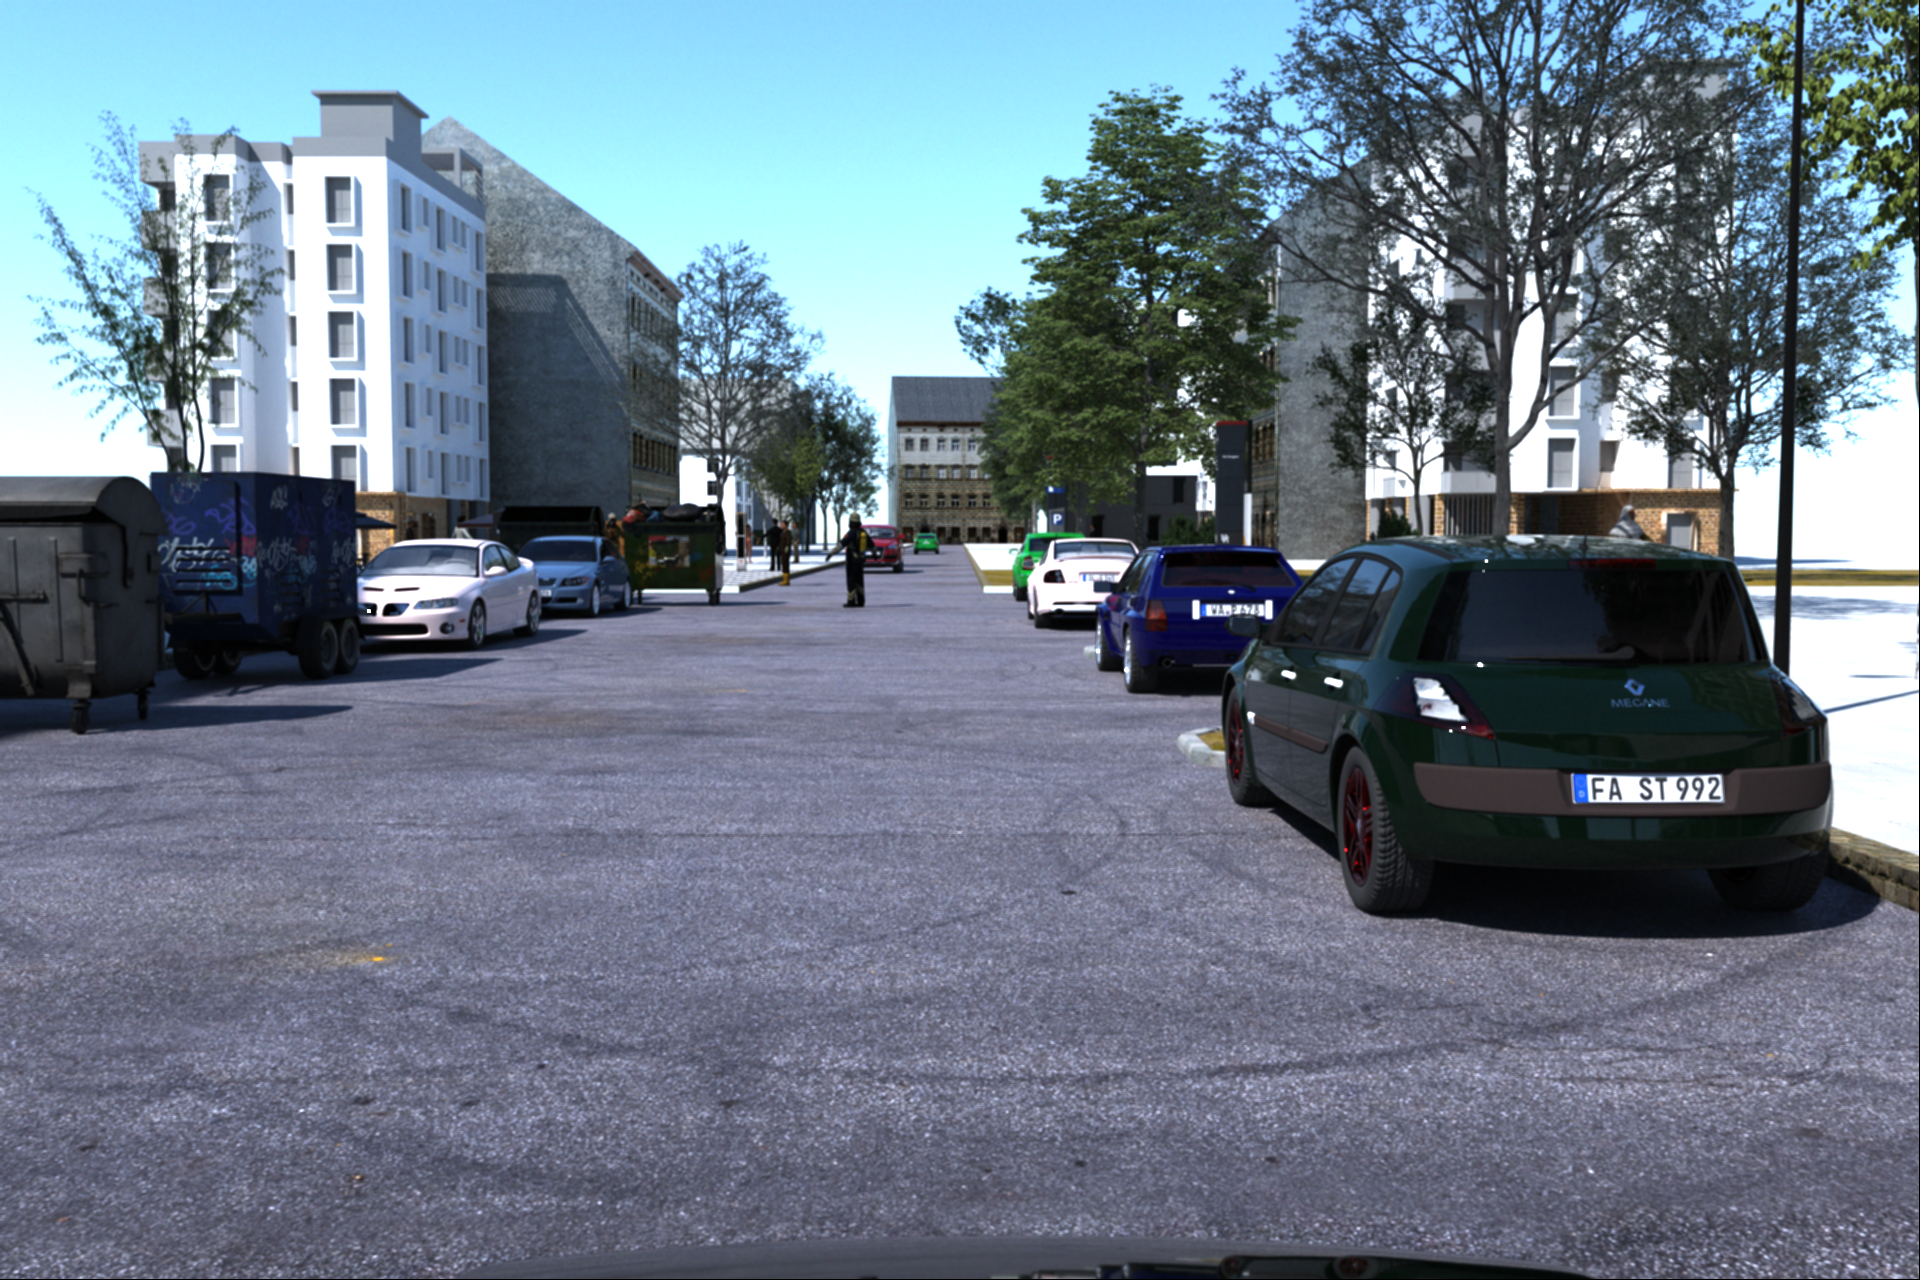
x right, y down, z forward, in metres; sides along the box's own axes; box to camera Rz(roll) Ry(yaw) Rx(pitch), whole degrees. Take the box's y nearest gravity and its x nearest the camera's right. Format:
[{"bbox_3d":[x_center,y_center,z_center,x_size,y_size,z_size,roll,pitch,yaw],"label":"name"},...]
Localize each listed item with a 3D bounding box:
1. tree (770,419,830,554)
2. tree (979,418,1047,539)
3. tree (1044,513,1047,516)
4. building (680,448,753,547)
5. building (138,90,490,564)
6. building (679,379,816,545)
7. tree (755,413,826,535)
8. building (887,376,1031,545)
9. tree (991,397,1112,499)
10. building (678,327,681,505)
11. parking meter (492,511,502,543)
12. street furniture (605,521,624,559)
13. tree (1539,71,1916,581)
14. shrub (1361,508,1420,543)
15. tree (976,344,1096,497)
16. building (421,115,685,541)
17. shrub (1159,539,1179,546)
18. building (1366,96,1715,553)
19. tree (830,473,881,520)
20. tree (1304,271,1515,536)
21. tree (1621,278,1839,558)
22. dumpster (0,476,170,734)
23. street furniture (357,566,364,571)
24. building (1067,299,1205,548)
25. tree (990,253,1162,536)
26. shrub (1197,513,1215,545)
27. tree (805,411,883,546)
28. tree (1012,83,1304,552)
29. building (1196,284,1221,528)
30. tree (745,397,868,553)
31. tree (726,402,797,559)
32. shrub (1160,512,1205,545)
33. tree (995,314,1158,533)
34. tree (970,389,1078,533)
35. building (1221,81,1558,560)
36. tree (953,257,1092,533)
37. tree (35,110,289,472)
[{"bbox_3d":[-10.248,-9.778,110.239,4.737,8.622,4.395,0,3,0],"label":"tree"},{"bbox_3d":[5.495,-13.709,142.263,7.486,12.596,7.792,0,3,0],"label":"tree"},{"bbox_3d":[13.362,-17.626,238.548,4.737,8.622,4.395,0,3,0],"label":"tree"},{"bbox_3d":[-26.327,-14.742,183.177,9.099,9.664,28.070,0,4,1],"label":"building"},{"bbox_3d":[-29.024,-13.385,75.271,16.016,20.090,11.380,0,4,0],"label":"building"},{"bbox_3d":[-27.455,-21.182,212.785,16.747,18.905,31.486,0,4,0],"label":"building"},{"bbox_3d":[-10.241,-9.240,101.430,4.737,8.622,4.395,0,3,0],"label":"tree"},{"bbox_3d":[-0.427,-24.860,239.844,18.063,23.208,19.493,0,4,-6],"label":"building"},{"bbox_3d":[5.525,-9.766,94.089,8.767,10.594,7.601,2,4,34],"label":"tree"},{"bbox_3d":[-30.130,-17.644,119.406,19.493,23.208,18.063,0,4,-1],"label":"building"},{"bbox_3d":[-10.824,-2.152,40.890,0.399,1.863,0.255,0,3,0],"label":"parking meter"},{"bbox_3d":[-14.272,-3.260,60.151,9.812,1.723,11.010,0,4,7],"label":"street furniture"},{"bbox_3d":[20.972,-8.361,47.079,12.009,13.543,11.850,0,3,0],"label":"tree"},{"bbox_3d":[12.131,-2.706,48.657,1.690,2.028,1.600,0,3,0],"label":"shrub"},{"bbox_3d":[5.722,-11.920,105.267,12.009,13.543,11.850,0,3,0],"label":"tree"},{"bbox_3d":[-26.932,-16.487,100.484,19.493,23.208,18.063,0,4,-1],"label":"building"},{"bbox_3d":[5.267,-2.002,43.842,1.383,1.207,1.383,0,3,0],"label":"shrub"},{"bbox_3d":[24.537,-13.746,81.175,16.016,20.090,11.380,0,3,0],"label":"building"},{"bbox_3d":[-14.362,-18.602,238.554,7.601,10.594,8.767,0,4,-2],"label":"tree"},{"bbox_3d":[16.148,-7.774,61.523,7.601,10.594,8.767,2,4,31],"label":"tree"},{"bbox_3d":[26.333,-7.619,58.990,7.601,10.594,8.767,-1,4,-18],"label":"tree"},{"bbox_3d":[-7.018,-0.283,12.841,1.865,1.857,1.264,0,3,0],"label":"dumpster"},{"bbox_3d":[-16.937,-1.652,42.639,5.734,0.657,10.072,-1,4,-15],"label":"street furniture"},{"bbox_3d":[22.315,-19.760,167.058,27.936,21.610,32.646,0,4,0],"label":"building"},{"bbox_3d":[4.695,-9.314,70.405,7.486,12.596,7.792,0,3,0],"label":"tree"},{"bbox_3d":[9.064,-3.506,61.746,1.690,2.028,1.600,0,3,0],"label":"shrub"},{"bbox_3d":[-10.180,-13.369,144.334,9.928,11.665,9.643,0,3,0],"label":"tree"},{"bbox_3d":[5.030,-7.720,44.355,7.486,12.596,7.792,0,3,0],"label":"tree"},{"bbox_3d":[22.538,-16.513,126.404,16.016,20.090,11.380,0,4,0],"label":"building"},{"bbox_3d":[-10.393,-11.160,116.885,8.767,10.594,7.601,0,4,-2],"label":"tree"},{"bbox_3d":[-10.174,-8.597,90.922,4.360,8.622,3.978,0,3,0],"label":"tree"},{"bbox_3d":[7.131,-3.150,55.927,1.690,2.028,1.600,0,3,0],"label":"shrub"},{"bbox_3d":[5.537,-9.550,81.891,9.928,11.665,9.643,0,3,0],"label":"tree"},{"bbox_3d":[5.505,-13.716,130.918,9.857,13.997,8.962,0,3,0],"label":"tree"},{"bbox_3d":[24.808,-16.069,93.656,19.493,23.208,18.063,0,4,0],"label":"building"},{"bbox_3d":[6.404,-16.012,117.691,12.611,20.169,13.585,0,3,0],"label":"tree"},{"bbox_3d":[-13.246,-4.882,30.184,4.360,8.622,3.978,0,3,0],"label":"tree"}]
